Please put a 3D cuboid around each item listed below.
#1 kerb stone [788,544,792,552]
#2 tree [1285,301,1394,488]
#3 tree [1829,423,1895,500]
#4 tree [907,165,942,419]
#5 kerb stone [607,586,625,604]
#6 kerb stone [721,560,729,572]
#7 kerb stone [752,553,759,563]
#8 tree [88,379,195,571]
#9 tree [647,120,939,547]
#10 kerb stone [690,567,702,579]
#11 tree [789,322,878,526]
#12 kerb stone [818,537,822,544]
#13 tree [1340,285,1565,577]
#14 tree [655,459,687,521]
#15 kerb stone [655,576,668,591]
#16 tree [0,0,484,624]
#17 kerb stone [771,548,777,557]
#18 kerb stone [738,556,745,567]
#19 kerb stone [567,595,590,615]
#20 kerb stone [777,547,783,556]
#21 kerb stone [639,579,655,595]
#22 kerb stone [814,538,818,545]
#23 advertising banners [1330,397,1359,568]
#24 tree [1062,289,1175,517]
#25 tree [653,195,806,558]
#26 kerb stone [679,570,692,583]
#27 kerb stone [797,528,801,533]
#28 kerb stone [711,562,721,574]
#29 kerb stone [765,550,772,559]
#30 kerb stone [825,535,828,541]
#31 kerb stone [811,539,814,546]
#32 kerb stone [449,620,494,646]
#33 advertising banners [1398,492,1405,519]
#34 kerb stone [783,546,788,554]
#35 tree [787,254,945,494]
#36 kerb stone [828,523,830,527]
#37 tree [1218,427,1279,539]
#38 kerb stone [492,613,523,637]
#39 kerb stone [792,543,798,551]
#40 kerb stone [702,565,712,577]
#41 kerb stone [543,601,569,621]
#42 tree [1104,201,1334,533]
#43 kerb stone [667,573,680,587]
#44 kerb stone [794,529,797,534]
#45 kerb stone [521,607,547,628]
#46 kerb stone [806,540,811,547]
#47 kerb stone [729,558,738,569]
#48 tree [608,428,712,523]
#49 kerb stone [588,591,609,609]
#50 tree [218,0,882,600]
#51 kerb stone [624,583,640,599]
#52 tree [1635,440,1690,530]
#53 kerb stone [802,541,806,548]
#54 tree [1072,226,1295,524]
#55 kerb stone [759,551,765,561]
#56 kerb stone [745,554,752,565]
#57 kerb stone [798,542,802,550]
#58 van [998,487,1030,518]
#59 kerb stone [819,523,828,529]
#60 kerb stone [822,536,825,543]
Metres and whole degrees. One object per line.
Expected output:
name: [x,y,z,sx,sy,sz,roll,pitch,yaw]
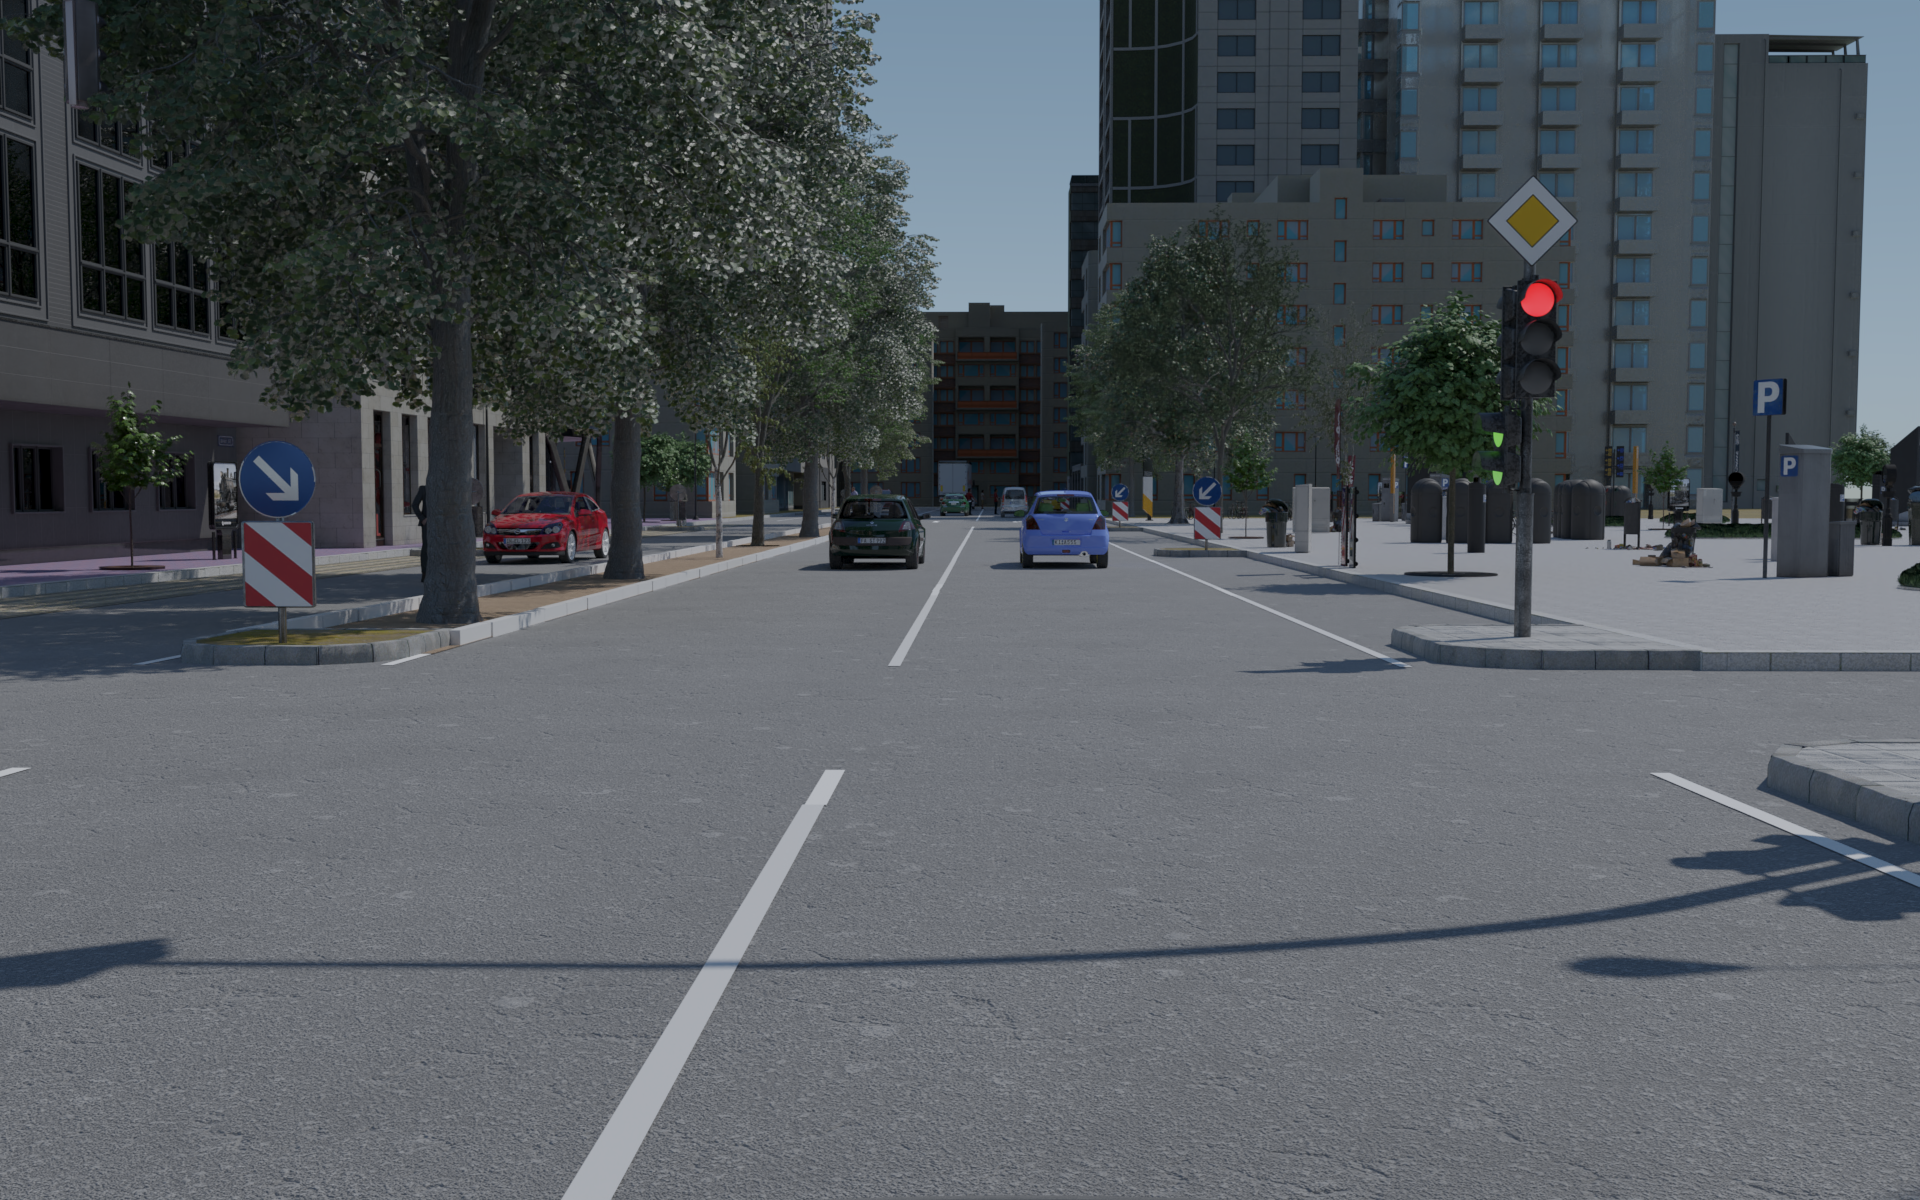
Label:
kerb stone: [-4.283,-1.231,42.411,0.120,0.150,1.000,0,4,1]
tree: [14.375,-7.030,65.311,4.360,8.622,3.978,0,3,0]
tree: [41.354,-5.858,79.490,4.285,4.588,4.351,0,3,0]
tree: [-5.019,-9.065,57.329,9.857,13.997,8.962,0,3,0]
kerb stone: [-4.636,-0.046,22.953,0.120,0.150,1.000,0,4,1]
kerb stone: [-4.465,-0.610,32.172,0.120,0.150,1.000,0,4,1]
kerb stone: [-4.398,-0.858,36.267,0.120,0.150,1.000,0,4,1]
tree: [-14.090,-2.124,29.330,1.663,3.219,1.824,0,3,0]
tree: [-5.389,-7.244,46.644,9.928,11.665,9.643,0,3,0]
kerb stone: [-4.529,-0.423,29.105,0.120,0.150,1.000,0,4,1]
tree: [-4.785,-6.864,65.052,4.360,8.622,3.978,0,3,0]
kerb stone: [-4.137,-1.676,49.593,0.120,0.150,1.000,0,4,1]
tree: [7.833,-2.661,27.228,4.285,4.588,4.351,0,3,0]
tree: [-13.629,-5.364,82.302,1.663,3.219,1.824,0,3,0]
kerb stone: [-4.575,-0.235,26.030,0.120,0.150,1.000,0,4,1]
tree: [-5.700,-6.719,18.970,9.857,13.997,8.962,0,3,0]
kerb stone: [-4.331,-1.048,39.340,0.120,0.150,1.000,0,4,1]
kerb stone: [-4.432,-0.736,34.223,0.120,0.150,1.000,0,4,1]
kerb stone: [-4.679,0.079,20.905,0.120,0.150,1.000,0,4,1]
kerb stone: [-4.314,-1.110,40.362,0.120,0.150,1.000,0,4,1]
kerb stone: [-4.602,-0.171,24.997,0.120,0.150,1.000,0,4,1]
kerb stone: [-4.167,-1.607,48.569,0.120,0.150,1.000,0,4,1]
advertising banners: [6.853,-2.116,30.784,0.090,3.025,2.074,0,4,2]
tree: [9.181,-10.923,96.721,7.486,12.596,7.792,0,3,0]
tree: [-5.356,-5.228,38.301,4.737,8.622,4.395,0,3,0]
kerb stone: [-4.540,-0.360,28.080,0.120,0.150,1.000,0,4,1]
kerb stone: [-5.993,-2.495,62.992,0.120,0.150,1.000,0,4,1]
kerb stone: [-4.486,-0.548,31.150,0.120,0.150,1.000,0,4,1]
kerb stone: [-4.349,-0.981,38.318,0.120,0.150,1.000,0,4,1]
kerb stone: [-4.108,-1.801,51.645,0.120,0.150,1.000,0,4,1]
kerb stone: [-4.183,-1.545,47.547,0.120,0.150,1.000,0,4,1]
kerb stone: [-4.756,0.330,16.808,0.120,0.150,1.000,0,4,1]
advertising banners: [23.248,-5.646,88.501,2.074,3.025,0.090,2,4,26]
kerb stone: [-4.296,-1.174,41.384,0.120,0.150,1.000,0,4,1]
tree: [-4.582,-9.808,80.952,7.486,12.596,7.792,0,3,0]
kerb stone: [-5.791,-3.186,74.281,0.120,0.150,1.000,0,4,1]
tree: [8.127,-3.374,49.773,1.663,3.219,1.824,0,3,0]
kerb stone: [-4.723,0.267,17.829,0.120,0.150,1.000,0,4,1]
kerb stone: [-4.250,-1.295,43.436,0.120,0.150,1.000,0,4,1]
kerb stone: [-4.495,-0.484,30.127,0.120,0.150,1.000,0,4,1]
kerb stone: [-4.695,0.142,19.874,0.120,0.150,1.000,0,4,1]
tree: [8.289,-7.458,56.348,8.767,10.594,7.601,2,4,35]
kerb stone: [-4.557,-0.297,27.057,0.120,0.150,1.000,0,4,1]
kerb stone: [-6.022,-2.433,61.971,0.120,0.150,1.000,0,4,1]
kerb stone: [-4.709,0.209,18.852,0.120,0.150,1.000,0,4,1]
kerb stone: [-4.194,-1.486,46.517,0.120,0.150,1.000,0,4,1]
kerb stone: [-4.441,-0.673,33.200,0.120,0.150,1.000,0,4,1]
tree: [-14.282,-5.763,77.931,4.285,4.588,4.351,0,3,0]
kerb stone: [-4.653,0.016,21.931,0.120,0.150,1.000,0,4,1]
tree: [-5.671,-7.327,28.909,9.857,13.997,8.962,0,3,0]
kerb stone: [-4.620,-0.109,23.975,0.120,0.150,1.000,0,4,1]
tree: [25.164,-4.098,61.599,1.663,3.219,1.824,0,3,0]
kerb stone: [-4.219,-1.424,45.483,0.120,0.150,1.000,0,4,1]
tree: [9.491,-9.624,74.358,9.611,12.733,9.660,0,3,0]
kerb stone: [-4.369,-0.923,37.296,0.120,0.150,1.000,0,4,1]
kerb stone: [-4.406,-0.795,35.245,0.120,0.150,1.000,0,4,1]
kerb stone: [-4.236,-1.362,44.461,0.120,0.150,1.000,0,4,1]
van: [3.324,-6.080,106.411,2.013,2.044,4.112,0,4,1]
kerb stone: [-5.809,-3.123,73.257,0.120,0.150,1.000,0,4,1]
kerb stone: [-4.129,-1.736,50.616,0.120,0.150,1.000,0,4,1]
